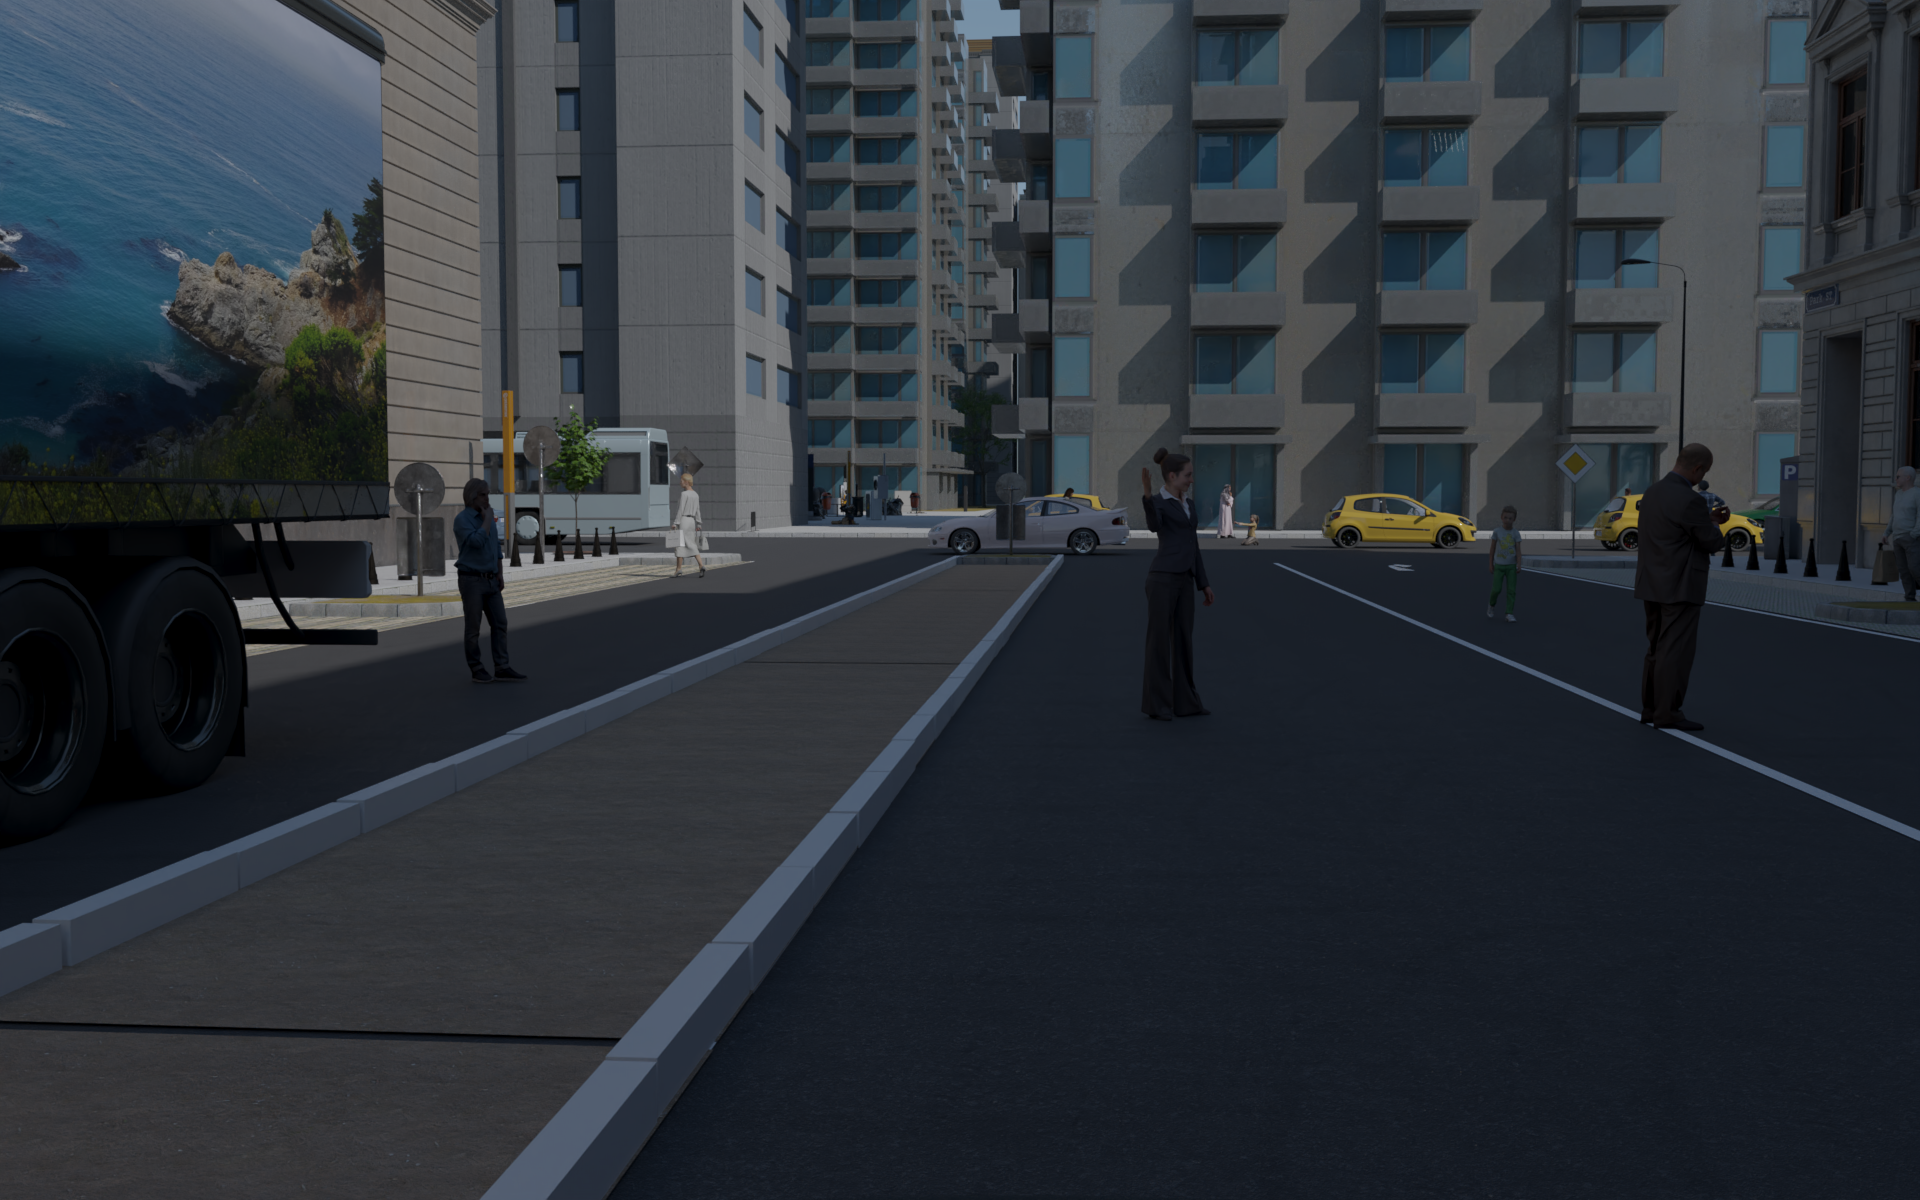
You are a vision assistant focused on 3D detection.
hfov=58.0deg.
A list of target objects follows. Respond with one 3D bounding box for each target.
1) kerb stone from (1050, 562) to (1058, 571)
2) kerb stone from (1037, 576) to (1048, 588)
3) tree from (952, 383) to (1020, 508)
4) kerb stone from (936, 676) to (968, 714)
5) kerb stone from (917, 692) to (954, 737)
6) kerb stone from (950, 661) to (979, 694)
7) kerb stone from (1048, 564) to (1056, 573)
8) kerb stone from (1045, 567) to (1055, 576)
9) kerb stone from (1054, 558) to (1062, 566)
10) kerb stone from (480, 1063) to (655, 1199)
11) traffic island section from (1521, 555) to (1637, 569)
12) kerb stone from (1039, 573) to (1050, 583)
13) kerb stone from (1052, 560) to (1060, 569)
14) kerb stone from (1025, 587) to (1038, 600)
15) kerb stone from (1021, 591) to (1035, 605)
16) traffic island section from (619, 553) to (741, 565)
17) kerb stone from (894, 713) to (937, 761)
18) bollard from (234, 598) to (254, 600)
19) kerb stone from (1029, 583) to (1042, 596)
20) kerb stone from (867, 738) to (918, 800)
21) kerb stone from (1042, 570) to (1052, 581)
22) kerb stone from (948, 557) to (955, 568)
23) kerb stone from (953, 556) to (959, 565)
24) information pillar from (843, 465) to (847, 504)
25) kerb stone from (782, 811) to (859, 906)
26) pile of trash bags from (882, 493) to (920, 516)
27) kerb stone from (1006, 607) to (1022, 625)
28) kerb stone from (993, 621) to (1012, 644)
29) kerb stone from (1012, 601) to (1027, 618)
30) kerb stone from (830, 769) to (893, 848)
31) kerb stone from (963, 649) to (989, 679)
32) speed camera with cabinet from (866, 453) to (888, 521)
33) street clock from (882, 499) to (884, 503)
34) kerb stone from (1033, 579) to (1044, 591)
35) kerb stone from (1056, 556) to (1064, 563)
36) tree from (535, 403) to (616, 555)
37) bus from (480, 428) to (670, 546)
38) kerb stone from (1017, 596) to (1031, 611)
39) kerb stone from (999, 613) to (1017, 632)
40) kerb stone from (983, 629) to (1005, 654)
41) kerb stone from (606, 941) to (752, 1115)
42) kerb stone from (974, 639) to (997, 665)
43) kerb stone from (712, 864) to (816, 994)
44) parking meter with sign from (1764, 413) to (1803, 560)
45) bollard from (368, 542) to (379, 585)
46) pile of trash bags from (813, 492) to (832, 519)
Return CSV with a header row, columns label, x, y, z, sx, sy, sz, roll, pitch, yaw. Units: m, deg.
label,x,y,z,sx,sy,sz,roll,pitch,yaw
kerb stone,1.642,-0.538,31.049,0.120,0.150,1.000,0,4,5
kerb stone,1.193,-0.226,25.925,0.120,0.150,1.000,0,4,5
tree,2.169,-14.518,163.121,9.928,11.665,9.643,0,3,0
kerb stone,-0.068,0.651,11.606,0.120,0.150,1.000,0,4,5
kerb stone,-0.159,0.711,10.574,0.120,0.150,1.000,0,4,5
kerb stone,0.020,0.586,12.628,0.120,0.150,1.000,0,4,5
kerb stone,1.546,-0.477,30.020,0.120,0.150,1.000,0,4,5
kerb stone,1.469,-0.409,28.999,0.120,0.150,1.000,0,4,5
kerb stone,1.824,-0.667,33.095,0.120,0.150,1.000,0,4,5
kerb stone,-0.789,1.148,3.424,0.120,0.150,1.000,0,4,5
traffic island section,12.234,-0.748,34.512,2.009,0.180,2.903,0,4,5
kerb stone,1.279,-0.291,26.946,0.120,0.150,1.000,0,4,5
kerb stone,1.729,-0.604,32.070,0.120,0.150,1.000,0,4,5
kerb stone,0.915,-0.041,22.862,0.120,0.150,1.000,0,4,5
kerb stone,0.828,0.022,21.841,0.120,0.150,1.000,0,4,5
traffic island section,-5.738,-0.845,36.093,2.009,0.180,2.903,0,4,5
kerb stone,-0.253,0.773,9.553,0.120,0.150,1.000,0,4,5
bollard,-8.680,-0.301,20.968,0.229,0.601,0.229,0,3,0
kerb stone,1.010,-0.103,23.884,0.120,0.150,1.000,0,4,5
kerb stone,-0.336,0.837,8.527,0.120,0.150,1.000,0,4,5
kerb stone,1.374,-0.354,27.978,0.120,0.150,1.000,0,4,5
kerb stone,-0.249,-0.685,33.396,0.120,0.150,1.000,0,4,5
kerb stone,-0.174,-0.748,34.420,0.120,0.150,1.000,0,4,5
information pillar,-7.916,-7.960,121.494,0.504,3.616,0.183,-1,4,-10
kerb stone,-0.519,0.965,6.486,0.120,0.150,1.000,0,4,5
pile of trash bags,-3.884,-5.721,103.285,3.447,1.369,1.912,2,4,31
kerb stone,0.558,0.209,18.776,0.120,0.150,1.000,0,4,5
kerb stone,0.388,0.335,16.724,0.120,0.150,1.000,0,4,5
kerb stone,0.652,0.147,19.796,0.120,0.150,1.000,0,4,5
kerb stone,-0.424,0.898,7.507,0.120,0.150,1.000,0,4,5
kerb stone,0.110,0.522,13.653,0.120,0.150,1.000,0,4,5
speed camera with cabinet,-4.075,-5.527,84.709,0.660,3.252,2.038,-1,4,-20
street clock,-5.567,-7.411,125.744,0.471,2.002,0.358,2,4,28
kerb stone,1.096,-0.166,24.905,0.120,0.150,1.000,0,4,5
kerb stone,1.918,-0.729,34.118,0.120,0.150,1.000,0,4,5
tree,-8.322,-2.586,36.886,1.663,3.219,1.824,0,3,0
bus,-15.110,-3.338,49.436,13.247,3.499,2.948,0,4,3
kerb stone,0.738,0.084,20.820,0.120,0.150,1.000,0,4,5
kerb stone,0.470,0.273,17.745,0.120,0.150,1.000,0,4,5
kerb stone,0.293,0.397,15.700,0.120,0.150,1.000,0,4,5
kerb stone,-0.704,1.086,4.445,0.120,0.150,1.000,0,4,5
kerb stone,0.199,0.465,14.674,0.120,0.150,1.000,0,4,5
kerb stone,-0.609,1.024,5.465,0.120,0.150,1.000,0,4,5
parking meter with sign,16.521,-2.322,34.227,1.738,3.016,0.543,-3,5,-40
bollard,-8.362,-0.522,24.569,0.229,0.601,0.229,0,3,0
pile of trash bags,-7.758,-4.871,89.388,1.912,1.369,3.447,2,4,33
